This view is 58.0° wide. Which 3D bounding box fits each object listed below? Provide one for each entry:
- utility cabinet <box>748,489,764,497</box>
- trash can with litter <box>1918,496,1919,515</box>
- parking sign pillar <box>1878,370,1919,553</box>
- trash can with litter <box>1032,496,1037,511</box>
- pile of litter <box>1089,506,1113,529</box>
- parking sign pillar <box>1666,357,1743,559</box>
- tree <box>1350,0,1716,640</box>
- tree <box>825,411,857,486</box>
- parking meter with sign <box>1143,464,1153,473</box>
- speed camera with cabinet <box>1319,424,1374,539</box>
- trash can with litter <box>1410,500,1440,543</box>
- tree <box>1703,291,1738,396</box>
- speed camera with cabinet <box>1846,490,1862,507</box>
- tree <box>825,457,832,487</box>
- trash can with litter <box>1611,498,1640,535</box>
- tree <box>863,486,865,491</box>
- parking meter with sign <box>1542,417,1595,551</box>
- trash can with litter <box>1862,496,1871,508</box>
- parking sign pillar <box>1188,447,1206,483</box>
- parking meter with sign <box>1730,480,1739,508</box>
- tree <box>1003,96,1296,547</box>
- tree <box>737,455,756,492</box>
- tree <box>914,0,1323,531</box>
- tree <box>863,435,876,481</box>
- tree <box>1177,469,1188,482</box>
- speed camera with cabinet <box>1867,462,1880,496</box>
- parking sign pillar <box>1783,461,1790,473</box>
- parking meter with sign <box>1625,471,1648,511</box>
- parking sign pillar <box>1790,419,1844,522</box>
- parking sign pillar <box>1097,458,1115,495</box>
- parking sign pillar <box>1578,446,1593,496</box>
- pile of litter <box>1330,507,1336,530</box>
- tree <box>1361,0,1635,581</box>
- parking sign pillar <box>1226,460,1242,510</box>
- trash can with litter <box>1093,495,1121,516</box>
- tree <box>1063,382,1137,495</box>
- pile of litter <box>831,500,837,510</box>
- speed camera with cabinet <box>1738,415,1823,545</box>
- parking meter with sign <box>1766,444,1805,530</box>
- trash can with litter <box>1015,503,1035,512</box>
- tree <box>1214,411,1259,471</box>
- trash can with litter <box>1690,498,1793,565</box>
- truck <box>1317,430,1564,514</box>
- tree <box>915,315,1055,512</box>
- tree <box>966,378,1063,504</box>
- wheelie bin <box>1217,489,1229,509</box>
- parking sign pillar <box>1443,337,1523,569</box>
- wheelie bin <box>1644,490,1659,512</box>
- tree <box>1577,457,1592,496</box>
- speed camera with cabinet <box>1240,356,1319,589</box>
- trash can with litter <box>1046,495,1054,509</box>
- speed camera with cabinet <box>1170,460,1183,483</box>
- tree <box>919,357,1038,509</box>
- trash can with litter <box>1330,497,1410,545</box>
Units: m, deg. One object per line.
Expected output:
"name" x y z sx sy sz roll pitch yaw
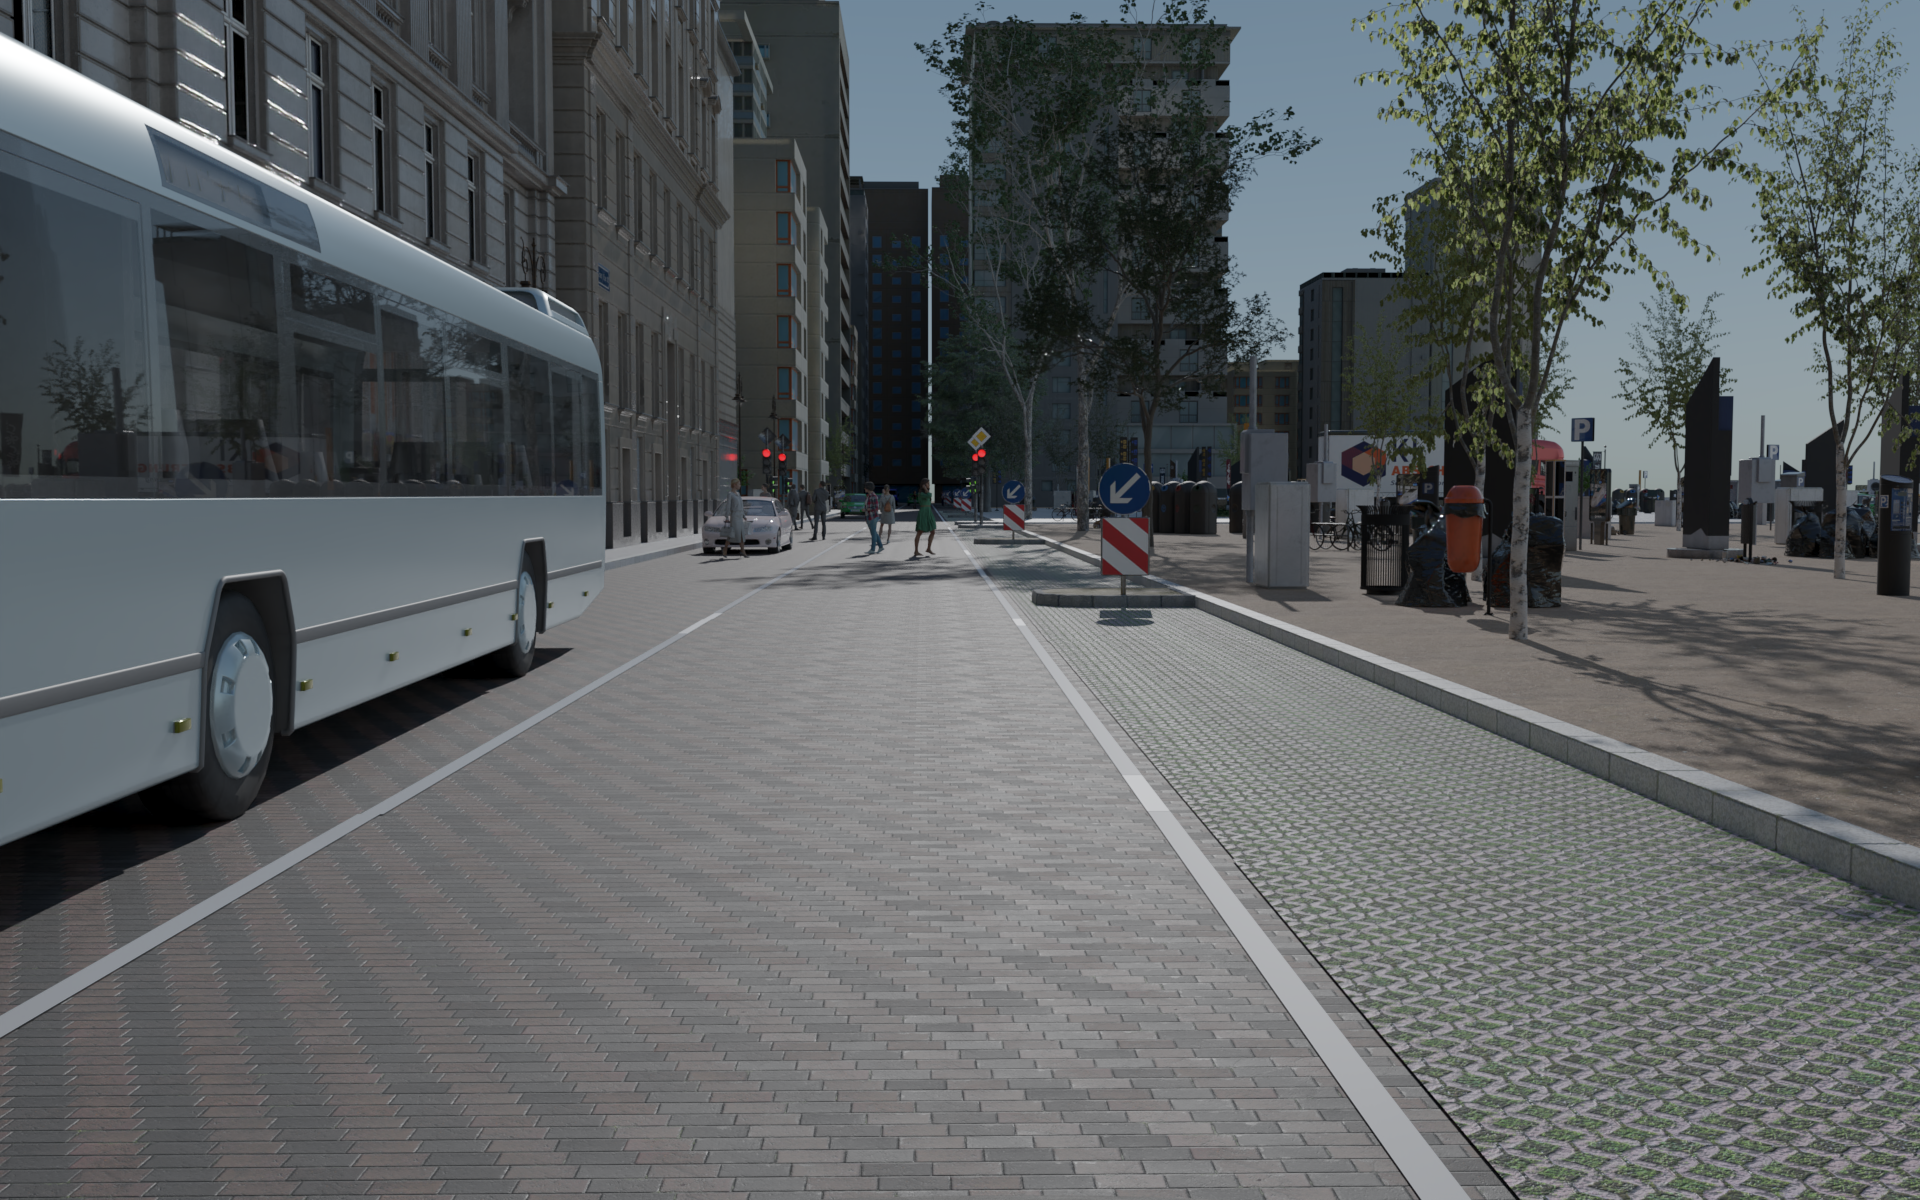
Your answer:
"utility cabinet" -9.477 -4.388 80.424 0.318 1.500 1.173 1 4 19
"trash can with litter" 63.315 -6.280 113.736 1.678 1.210 2.233 -1 4 -15
"parking sign pillar" 20.872 -3.058 38.464 1.447 3.967 1.447 1 4 11
"trash can with litter" 5.638 -7.418 132.671 0.624 1.170 1.055 -1 4 -20
"pile of litter" 5.462 -3.095 64.563 1.719 0.858 1.176 1 4 22
"parking sign pillar" 15.013 -2.833 34.785 1.447 3.967 1.447 0 4 1
"tree" 5.167 -3.963 15.162 4.360 8.622 3.978 0 3 0
"tree" -10.926 -12.392 152.969 4.737 8.622 4.395 0 3 0
"parking meter with sign" 10.797 -6.341 99.934 0.543 3.016 1.738 0 4 2
"speed camera with cabinet" 10.888 -3.379 49.581 2.038 3.252 0.660 -2 4 -27
"trash can with litter" 9.108 -1.359 33.602 0.624 1.170 1.055 3 5 43
"tree" 24.847 -6.696 59.847 4.737 8.622 4.395 0 3 0
"speed camera with cabinet" 37.028 -4.852 73.659 2.038 3.252 0.660 0 4 1
"tree" -10.645 -8.430 121.550 4.285 4.588 4.351 0 3 0
"trash can with litter" 20.627 -2.612 54.095 1.055 1.170 0.624 0 4 -5
"tree" -12.381 -13.094 208.682 1.663 3.219 1.824 0 3 0
"parking meter with sign" 13.569 -2.619 39.082 1.738 3.016 0.543 -3 4 -39
"trash can with litter" 69.018 -7.292 130.282 1.678 1.210 2.233 -1 4 -21
"parking sign pillar" 13.497 -6.781 99.335 1.447 3.967 1.447 -1 4 -16
"parking meter with sign" 42.200 -6.021 94.704 1.738 3.016 0.543 2 4 33
"tree" 4.307 -6.564 41.732 7.601 10.594 8.767 -3 4 -36
"tree" -9.785 -4.831 73.588 1.663 3.219 1.824 0 3 0
"tree" 5.170 -12.387 58.416 12.611 20.169 13.585 0 3 0
"tree" -12.513 -16.215 215.479 4.360 8.622 3.978 0 3 0
"tree" 17.590 -8.595 135.129 1.663 3.219 1.824 0 3 0
"speed camera with cabinet" 54.935 -6.797 105.471 2.038 3.252 0.660 1 4 13
"parking sign pillar" 67.573 -9.322 140.893 1.447 3.967 1.447 3 4 39
"parking meter with sign" 50.904 -8.224 130.729 0.543 3.016 1.738 -3 5 -41
"parking sign pillar" 31.164 -4.535 62.620 1.447 3.967 1.447 0 4 2
"parking sign pillar" 10.701 -8.476 127.056 1.447 3.967 1.447 0 4 -7
"parking sign pillar" 34.919 -6.607 96.489 1.447 3.967 1.447 0 4 -6
"pile of litter" 13.143 -2.838 60.367 1.719 0.858 1.176 2 4 28
"tree" 7.811 -4.605 25.652 4.737 8.622 4.395 0 3 0
"parking sign pillar" 20.047 -8.396 125.743 1.447 3.967 1.447 1 4 22
"trash can with litter" 8.511 -5.601 102.629 2.233 1.210 1.678 0 4 7
"tree" 9.164 -9.835 111.160 4.360 8.622 3.978 0 3 0
"pile of litter" -10.685 -7.952 143.984 1.176 0.858 1.719 2 4 32
"speed camera with cabinet" 20.762 -3.026 43.806 2.038 3.252 0.660 -1 4 -11
"parking meter with sign" 28.925 -3.911 60.208 0.543 3.016 1.738 -2 4 -25
"trash can with litter" 4.355 -7.027 125.942 2.233 1.210 1.678 0 4 2
"tree" 24.659 -12.377 152.725 4.737 8.622 4.395 0 3 0
"trash can with litter" 14.717 -1.306 32.415 1.678 1.210 2.233 1 4 14
"truck" 21.830 -5.415 77.453 11.283 4.237 2.839 0 4 1
"tree" 1.816 -13.201 122.498 9.857 13.997 8.962 0 3 0
"tree" 3.447 -9.777 110.213 4.360 8.622 3.978 0 3 0
"wheelie bin" 14.755 -5.521 98.180 0.980 1.594 0.693 0 4 0
"parking sign pillar" 9.140 -2.553 30.218 1.447 3.967 1.447 3 5 40
"wheelie bin" 48.386 -6.926 121.148 0.980 1.594 0.693 1 4 20
"tree" 32.395 -5.884 90.798 1.663 3.219 1.824 0 3 0
"speed camera with cabinet" 4.404 -1.828 24.217 0.660 3.252 2.038 0 4 -1
"trash can with litter" 7.740 -8.269 146.251 1.678 1.210 2.233 2 4 28
"speed camera with cabinet" 13.433 -6.579 101.906 2.038 3.252 0.660 1 4 17
"tree" 1.603 -14.691 150.563 12.009 13.543 11.850 0 3 0
"trash can with litter" 10.664 -2.037 44.369 1.678 1.210 2.233 2 4 29
